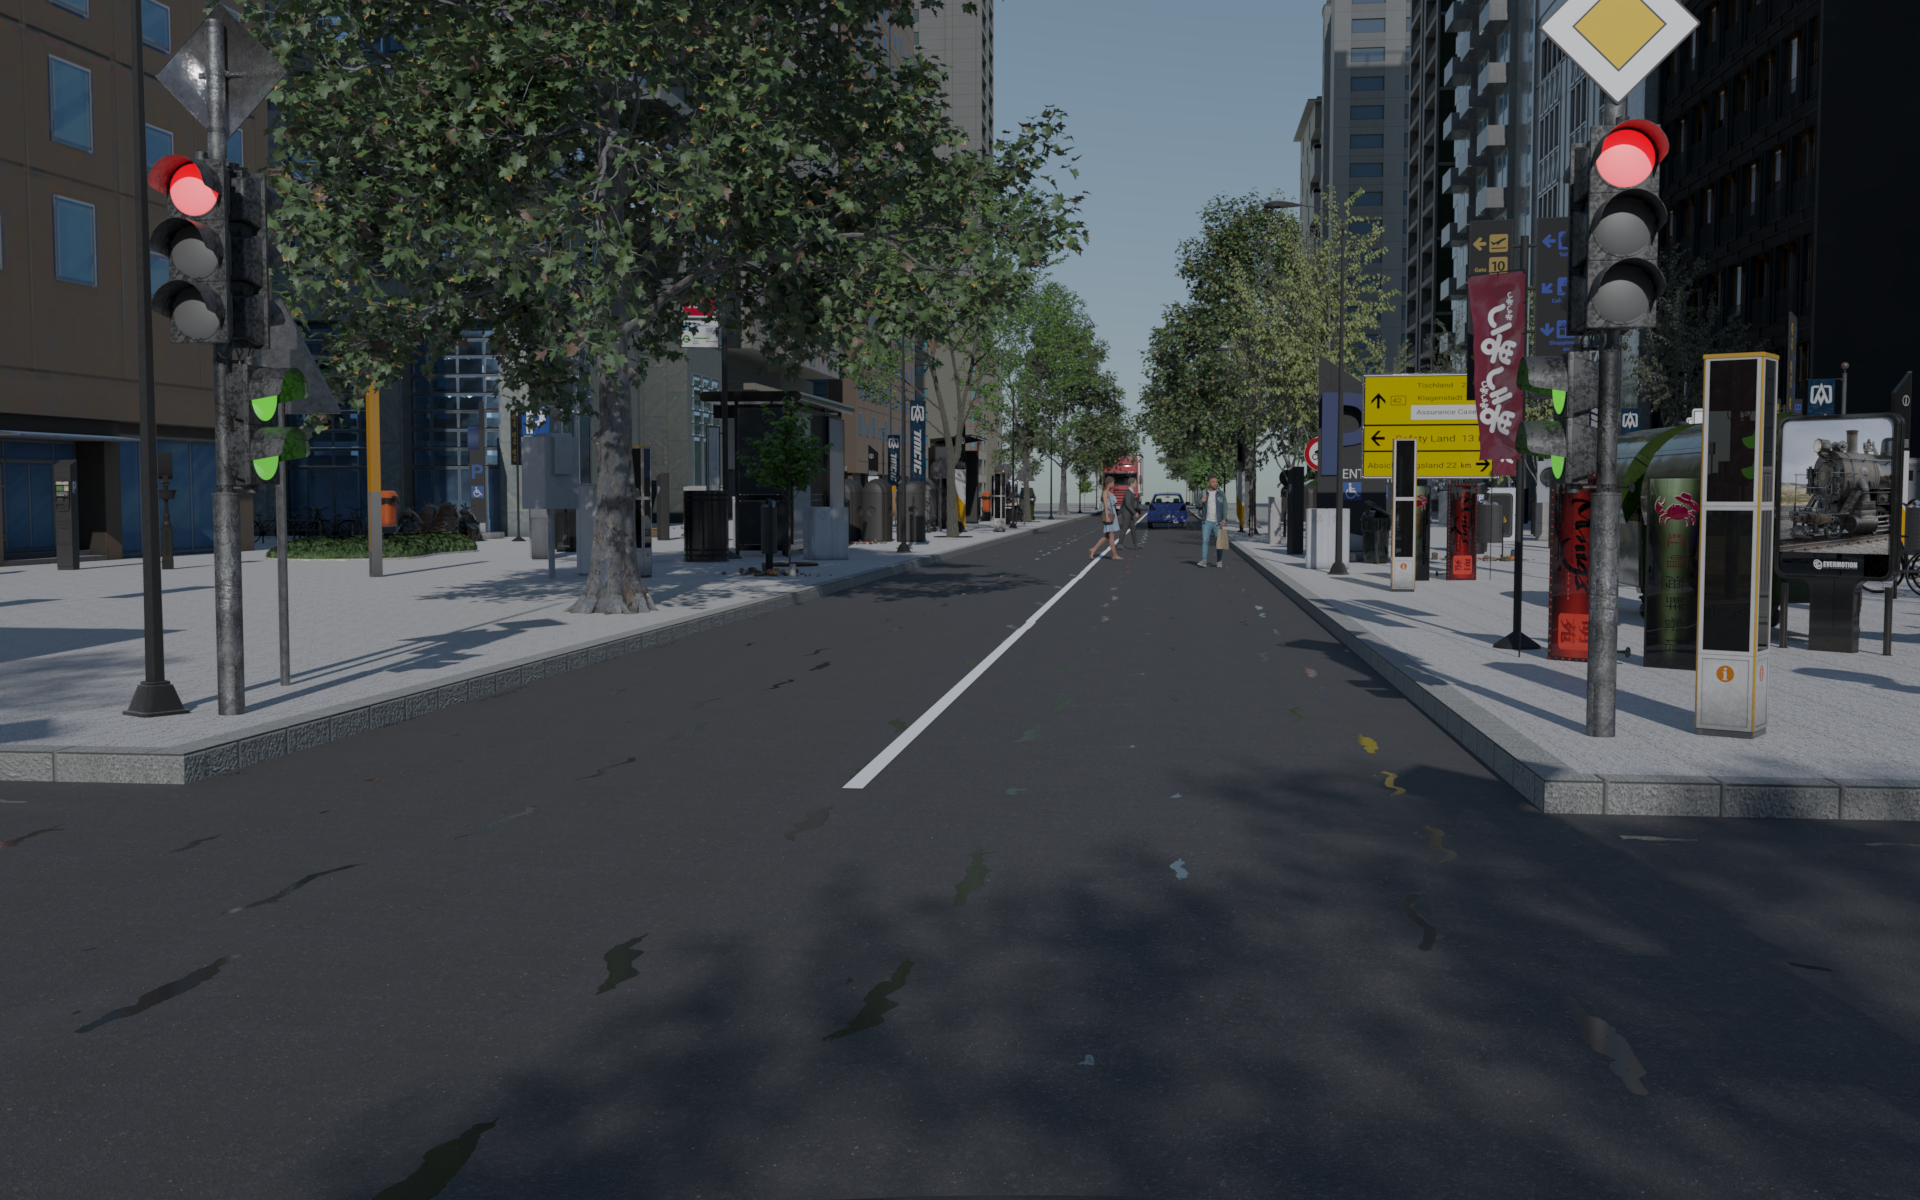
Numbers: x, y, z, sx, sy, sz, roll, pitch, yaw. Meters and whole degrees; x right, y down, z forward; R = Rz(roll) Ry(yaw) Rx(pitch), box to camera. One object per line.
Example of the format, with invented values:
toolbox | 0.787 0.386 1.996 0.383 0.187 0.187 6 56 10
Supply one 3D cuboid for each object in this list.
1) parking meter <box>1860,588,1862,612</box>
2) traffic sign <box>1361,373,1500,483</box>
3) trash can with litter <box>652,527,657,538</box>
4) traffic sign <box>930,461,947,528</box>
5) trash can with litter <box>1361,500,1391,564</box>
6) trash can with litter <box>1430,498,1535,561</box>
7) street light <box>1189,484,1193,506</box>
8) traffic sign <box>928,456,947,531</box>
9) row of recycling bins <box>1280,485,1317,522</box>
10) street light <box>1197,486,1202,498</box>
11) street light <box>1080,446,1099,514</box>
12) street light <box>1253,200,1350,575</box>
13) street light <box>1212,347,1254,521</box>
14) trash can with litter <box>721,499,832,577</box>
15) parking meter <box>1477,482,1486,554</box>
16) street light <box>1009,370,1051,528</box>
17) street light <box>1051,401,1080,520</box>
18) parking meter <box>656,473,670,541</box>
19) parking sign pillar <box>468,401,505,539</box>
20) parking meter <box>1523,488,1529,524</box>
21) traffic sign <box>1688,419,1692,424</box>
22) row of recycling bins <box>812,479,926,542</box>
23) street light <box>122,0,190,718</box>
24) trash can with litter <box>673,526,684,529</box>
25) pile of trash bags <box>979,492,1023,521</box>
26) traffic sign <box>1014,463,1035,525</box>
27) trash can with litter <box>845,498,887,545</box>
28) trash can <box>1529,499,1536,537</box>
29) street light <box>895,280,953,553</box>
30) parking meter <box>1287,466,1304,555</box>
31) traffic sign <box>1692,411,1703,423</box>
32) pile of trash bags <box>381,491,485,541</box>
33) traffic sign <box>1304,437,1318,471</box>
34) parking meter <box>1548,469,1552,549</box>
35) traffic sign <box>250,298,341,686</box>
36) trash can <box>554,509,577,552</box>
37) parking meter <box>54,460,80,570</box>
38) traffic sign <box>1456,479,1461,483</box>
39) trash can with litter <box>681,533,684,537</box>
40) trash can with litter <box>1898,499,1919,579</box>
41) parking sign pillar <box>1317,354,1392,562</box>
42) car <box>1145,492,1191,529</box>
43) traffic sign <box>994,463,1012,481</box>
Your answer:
parking meter | 9.616 -0.802 18.826 0.399 1.863 0.255 -2 4 -29
traffic sign | 7.929 -2.162 29.227 2.265 3.308 0.079 1 4 12
trash can with litter | -9.373 -2.433 51.166 1.055 1.170 0.624 -3 4 -36
traffic sign | -0.777 -3.988 65.303 0.768 2.556 0.104 1 4 14
trash can with litter | 7.927 -1.259 31.968 1.055 1.170 0.624 1 4 14
trash can with litter | 9.887 -1.377 33.569 2.233 1.210 1.678 2 4 29
street light | 14.659 -8.047 104.103 1.470 5.913 1.316 0 4 7
traffic sign | -0.663 -3.633 59.409 0.884 2.594 0.081 1 4 12
row of recycling bins | 15.864 -4.469 80.187 1.069 1.692 3.534 2 4 35
street light | 12.099 -6.738 82.712 1.470 5.913 1.316 0 4 7
street light | 8.450 -8.654 114.030 1.470 5.913 1.316 0 4 7
street light | 5.500 -3.362 27.515 1.470 5.913 1.316 0 4 7
street light | 8.810 -5.040 54.948 1.470 5.913 1.316 0 4 7
trash can with litter | -2.996 -1.022 27.771 1.678 1.210 2.233 -1 4 -12
parking meter | 11.052 -1.754 37.095 0.372 1.533 0.369 0 3 0
street light | 2.529 -5.641 64.768 1.470 5.913 1.316 0 4 7
street light | 5.098 -6.968 86.474 1.470 5.913 1.316 0 4 7
parking meter | -8.215 -2.581 47.908 0.255 1.863 0.399 -2 4 -29
parking sign pillar | -13.881 -3.752 49.823 1.447 3.967 1.447 -1 4 -15
parking meter | 24.390 -4.067 74.909 0.372 1.533 0.369 0 3 0
traffic sign | 10.030 -1.290 23.218 0.606 2.300 0.079 1 4 14
row of recycling bins | -2.571 -2.423 46.733 3.534 1.692 1.069 1 4 21
street light | -4.154 -2.282 9.854 1.470 5.913 1.316 0 4 7
trash can with litter | -9.735 -3.227 63.818 1.678 1.210 2.233 0 4 -6
pile of trash bags | 1.767 -4.396 81.627 1.912 1.369 3.447 1 4 21
traffic sign | 2.676 -4.375 71.543 0.884 2.594 0.081 1 4 8
trash can with litter | -2.665 -2.032 44.281 2.233 1.210 1.678 -3 4 -37
trash can | 17.514 -2.478 52.171 0.748 1.137 0.748 0 3 0
street light | -0.696 -3.981 37.630 1.470 5.913 1.316 0 4 7
parking meter | 7.123 -1.900 36.772 0.255 1.863 0.399 -1 4 -10
traffic sign | 9.083 -1.141 20.793 0.606 2.300 0.079 1 4 15
pile of trash bags | -14.197 -2.200 45.730 1.912 1.369 3.447 1 4 18
traffic sign | 7.972 -2.330 38.208 0.768 2.556 0.104 1 4 13
parking meter | 14.030 -2.135 40.611 0.399 1.863 0.255 -2 4 -29
traffic sign | -4.519 -0.705 11.526 0.884 2.594 0.081 1 4 15
trash can | -8.722 -1.634 38.374 0.748 1.137 0.748 0 3 0
parking meter | -15.082 -1.439 29.246 0.255 1.863 0.399 0 4 -8
traffic sign | 8.700 -1.841 30.214 0.768 2.556 0.104 1 4 14
trash can with litter | -7.485 -2.357 49.916 1.055 1.170 0.624 -3 5 -42
trash can with litter | 14.798 -0.976 27.010 1.678 1.210 2.233 0 4 1
parking sign pillar | 7.523 -2.737 33.228 1.447 3.967 1.447 1 4 12
car | 8.782 -3.896 73.289 1.945 1.707 3.694 0 4 7
traffic sign | 1.758 -4.351 71.247 0.768 2.556 0.104 1 4 11
